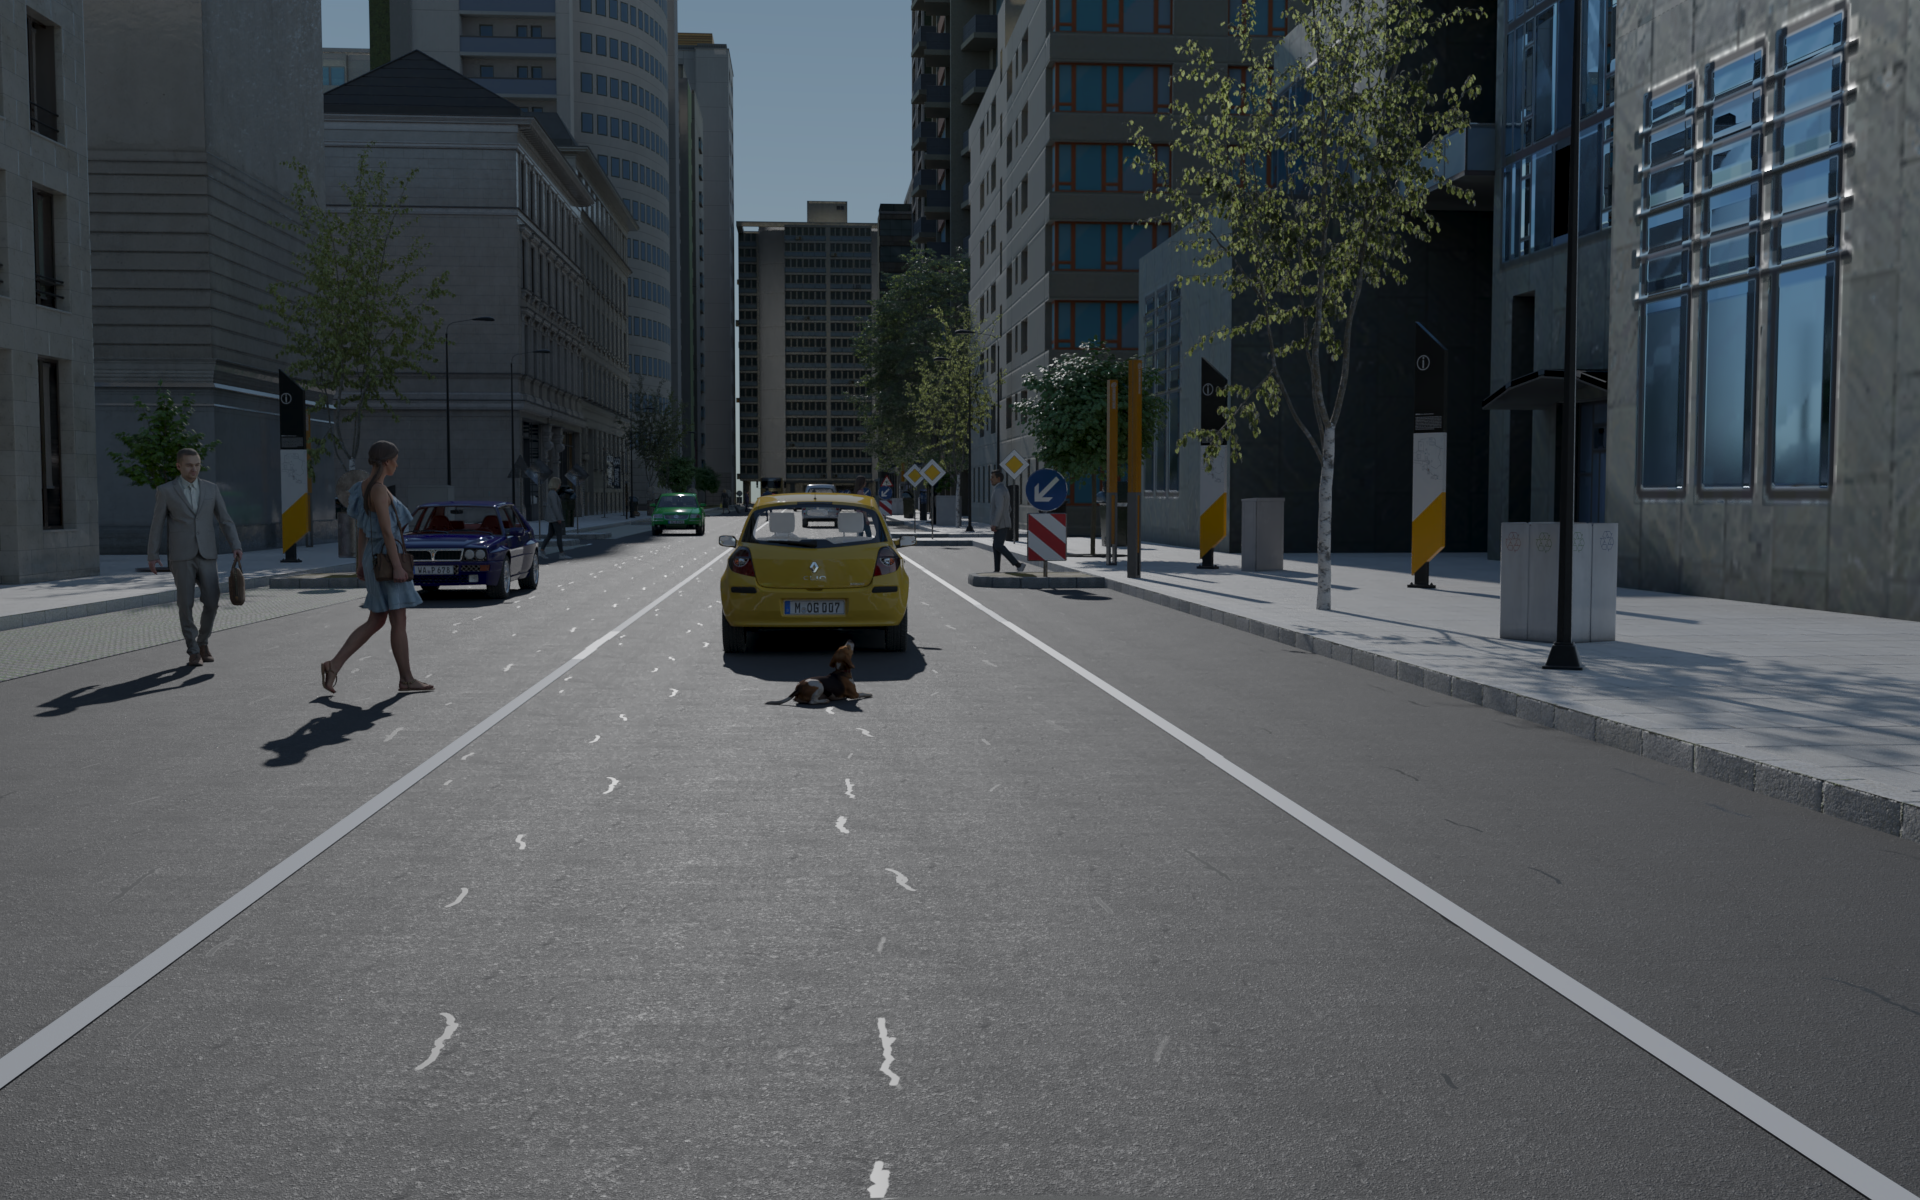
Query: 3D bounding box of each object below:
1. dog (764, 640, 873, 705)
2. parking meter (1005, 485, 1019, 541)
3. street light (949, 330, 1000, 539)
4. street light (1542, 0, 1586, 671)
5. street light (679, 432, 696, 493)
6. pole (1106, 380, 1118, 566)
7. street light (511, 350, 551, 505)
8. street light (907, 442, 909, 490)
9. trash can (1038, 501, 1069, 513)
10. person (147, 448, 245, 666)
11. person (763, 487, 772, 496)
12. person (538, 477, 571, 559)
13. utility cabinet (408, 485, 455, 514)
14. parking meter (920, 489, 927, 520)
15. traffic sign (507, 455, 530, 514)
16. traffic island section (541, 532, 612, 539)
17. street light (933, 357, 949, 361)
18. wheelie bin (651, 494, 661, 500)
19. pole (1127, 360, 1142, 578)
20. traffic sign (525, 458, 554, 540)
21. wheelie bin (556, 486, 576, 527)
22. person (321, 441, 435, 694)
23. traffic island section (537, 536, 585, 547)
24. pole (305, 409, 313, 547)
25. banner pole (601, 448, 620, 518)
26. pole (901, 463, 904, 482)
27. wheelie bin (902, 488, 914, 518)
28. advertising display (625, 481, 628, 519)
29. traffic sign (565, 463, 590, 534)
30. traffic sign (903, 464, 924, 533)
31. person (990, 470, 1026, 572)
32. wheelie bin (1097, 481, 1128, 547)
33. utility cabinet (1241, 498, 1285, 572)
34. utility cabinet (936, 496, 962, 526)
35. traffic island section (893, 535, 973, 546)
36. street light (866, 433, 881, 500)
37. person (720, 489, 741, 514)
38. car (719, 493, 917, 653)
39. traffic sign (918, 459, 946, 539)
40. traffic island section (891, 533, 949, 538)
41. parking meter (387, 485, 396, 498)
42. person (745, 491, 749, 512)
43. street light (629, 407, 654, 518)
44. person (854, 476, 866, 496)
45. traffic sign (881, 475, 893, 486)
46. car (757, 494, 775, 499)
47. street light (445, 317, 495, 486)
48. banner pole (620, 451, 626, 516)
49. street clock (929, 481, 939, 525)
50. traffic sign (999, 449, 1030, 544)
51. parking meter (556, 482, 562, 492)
[{"bbox_3d":[-0.981,0.500,12.025,0.748,0.427,0.550,0,4,-2],"label":"dog"},{"bbox_3d":[1.419,-2.368,47.122,0.372,1.533,0.369,0,3,0],"label":"parking meter"},{"bbox_3d":[0.550,-4.684,49.129,1.470,5.913,1.316,0,4,-5],"label":"street light"},{"bbox_3d":[3.907,-2.446,12.535,1.470,5.913,1.316,0,4,-5],"label":"street light"},{"bbox_3d":[-20.345,-9.577,129.120,1.470,5.913,1.316,0,4,-5],"label":"street light"},{"bbox_3d":[2.725,-2.275,31.042,0.158,3.312,0.155,0,3,0],"label":"pole"},{"bbox_3d":[-13.854,-5.090,55.766,1.470,5.913,1.316,0,4,-5],"label":"street light"},{"bbox_3d":[-3.391,-7.509,95.314,1.470,5.913,1.316,0,4,-5],"label":"street light"},{"bbox_3d":[2.034,-1.621,38.153,0.748,1.137,0.748,0,3,0],"label":"trash can"},{"bbox_3d":[-6.395,-0.360,14.503,0.709,1.813,0.853,-3,5,-41],"label":"person"},{"bbox_3d":[-10.219,-5.122,92.425,0.721,1.800,0.419,-1,4,-16],"label":"person"},{"bbox_3d":[-8.995,-1.813,38.323,0.728,1.800,0.709,-1,4,-17],"label":"person"},{"bbox_3d":[-13.196,-2.116,43.277,1.173,1.500,0.318,1,4,19],"label":"utility cabinet"},{"bbox_3d":[-1.779,-4.634,84.185,0.372,1.533,0.369,0,3,0],"label":"parking meter"},{"bbox_3d":[-14.495,-3.495,57.139,0.884,2.594,0.081,0,4,0],"label":"traffic sign"},{"bbox_3d":[-12.413,-2.071,56.137,2.009,0.180,2.903,0,4,-5],"label":"traffic island section"},{"bbox_3d":[-0.205,-5.285,58.945,1.470,5.913,1.316,0,4,-5],"label":"street light"},{"bbox_3d":[-18.711,-6.048,106.789,0.693,1.594,0.980,0,4,6],"label":"wheelie bin"},{"bbox_3d":[2.664,-1.992,26.419,0.158,3.312,0.155,0,3,0],"label":"pole"},{"bbox_3d":[-11.688,-2.721,48.123,0.795,2.450,0.064,0,4,-5],"label":"traffic sign"},{"bbox_3d":[-15.225,-3.607,66.883,0.693,1.594,0.980,1,4,23],"label":"wheelie bin"},{"bbox_3d":[-4.147,-0.230,12.354,0.778,1.811,0.616,-2,4,-29],"label":"person"},{"bbox_3d":[-11.711,-1.584,48.183,2.009,0.180,2.903,0,4,-5],"label":"traffic island section"},{"bbox_3d":[-15.684,-2.924,41.657,0.158,3.312,0.155,0,3,0],"label":"pole"},{"bbox_3d":[-19.041,-6.337,93.625,0.401,3.779,0.863,3,5,43],"label":"banner pole"},{"bbox_3d":[-3.759,-7.345,113.932,0.158,3.312,0.155,0,3,0],"label":"pole"},{"bbox_3d":[-2.726,-5.158,92.235,0.693,1.594,0.980,0,4,8],"label":"wheelie bin"},{"bbox_3d":[-16.976,-5.074,88.168,0.123,1.923,0.974,-1,4,-11],"label":"advertising display"},{"bbox_3d":[-12.390,-3.207,56.077,0.795,2.450,0.064,0,4,-5],"label":"traffic sign"},{"bbox_3d":[-1.487,-3.264,57.016,0.795,2.450,0.064,0,4,-5],"label":"traffic sign"},{"bbox_3d":[0.760,-1.279,29.265,0.795,1.843,0.661,1,4,15],"label":"person"},{"bbox_3d":[3.764,-2.110,42.404,0.980,1.594,0.693,-1,4,-13],"label":"wheelie bin"},{"bbox_3d":[5.076,-1.095,29.063,0.306,1.237,1.020,3,4,37],"label":"utility cabinet"},{"bbox_3d":[-0.444,-3.585,69.770,1.020,1.237,0.306,2,4,26],"label":"utility cabinet"},{"bbox_3d":[-0.762,-1.643,49.141,2.009,0.180,2.903,0,4,-5],"label":"traffic island section"},{"bbox_3d":[-6.600,-9.751,131.967,1.470,5.913,1.316,0,4,-5],"label":"street light"},{"bbox_3d":[-16.837,-7.218,126.730,1.509,1.804,0.699,1,4,12],"label":"person"},{"bbox_3d":[-1.411,-0.422,17.120,2.015,1.641,3.980,0,4,-4],"label":"car"},{"bbox_3d":[-0.784,-2.778,49.062,0.795,2.450,0.064,0,4,-5],"label":"traffic sign"},{"bbox_3d":[-1.464,-2.129,57.095,2.009,0.180,2.903,0,4,-5],"label":"traffic island section"},{"bbox_3d":[-15.212,-2.307,46.128,0.372,1.533,0.369,0,3,0],"label":"parking meter"},{"bbox_3d":[-16.844,-7.806,137.052,0.530,1.710,0.541,1,4,19],"label":"person"},{"bbox_3d":[-17.068,-7.361,92.889,1.470,5.913,1.316,0,4,-5],"label":"street light"},{"bbox_3d":[-2.079,-1.749,37.106,0.388,1.821,0.555,-2,4,-30],"label":"person"},{"bbox_3d":[-5.003,-7.250,118.536,0.884,2.594,0.081,0,4,-1],"label":"traffic sign"},{"bbox_3d":[-17.840,-9.316,161.359,2.155,1.783,4.494,0,4,-7],"label":"car"},{"bbox_3d":[-12.871,-4.458,45.423,1.470,5.913,1.316,0,4,-5],"label":"street light"},{"bbox_3d":[-19.980,-6.826,101.628,0.863,3.779,0.401,-1,4,-8],"label":"banner pole"},{"bbox_3d":[-1.099,-4.140,72.259,0.358,2.002,0.471,2,4,28],"label":"street clock"},{"bbox_3d":[1.391,-2.646,44.448,0.795,2.450,0.064,0,4,-1],"label":"traffic sign"},{"bbox_3d":[-16.591,-4.017,71.393,0.255,1.863,0.399,1,4,21],"label":"parking meter"}]
